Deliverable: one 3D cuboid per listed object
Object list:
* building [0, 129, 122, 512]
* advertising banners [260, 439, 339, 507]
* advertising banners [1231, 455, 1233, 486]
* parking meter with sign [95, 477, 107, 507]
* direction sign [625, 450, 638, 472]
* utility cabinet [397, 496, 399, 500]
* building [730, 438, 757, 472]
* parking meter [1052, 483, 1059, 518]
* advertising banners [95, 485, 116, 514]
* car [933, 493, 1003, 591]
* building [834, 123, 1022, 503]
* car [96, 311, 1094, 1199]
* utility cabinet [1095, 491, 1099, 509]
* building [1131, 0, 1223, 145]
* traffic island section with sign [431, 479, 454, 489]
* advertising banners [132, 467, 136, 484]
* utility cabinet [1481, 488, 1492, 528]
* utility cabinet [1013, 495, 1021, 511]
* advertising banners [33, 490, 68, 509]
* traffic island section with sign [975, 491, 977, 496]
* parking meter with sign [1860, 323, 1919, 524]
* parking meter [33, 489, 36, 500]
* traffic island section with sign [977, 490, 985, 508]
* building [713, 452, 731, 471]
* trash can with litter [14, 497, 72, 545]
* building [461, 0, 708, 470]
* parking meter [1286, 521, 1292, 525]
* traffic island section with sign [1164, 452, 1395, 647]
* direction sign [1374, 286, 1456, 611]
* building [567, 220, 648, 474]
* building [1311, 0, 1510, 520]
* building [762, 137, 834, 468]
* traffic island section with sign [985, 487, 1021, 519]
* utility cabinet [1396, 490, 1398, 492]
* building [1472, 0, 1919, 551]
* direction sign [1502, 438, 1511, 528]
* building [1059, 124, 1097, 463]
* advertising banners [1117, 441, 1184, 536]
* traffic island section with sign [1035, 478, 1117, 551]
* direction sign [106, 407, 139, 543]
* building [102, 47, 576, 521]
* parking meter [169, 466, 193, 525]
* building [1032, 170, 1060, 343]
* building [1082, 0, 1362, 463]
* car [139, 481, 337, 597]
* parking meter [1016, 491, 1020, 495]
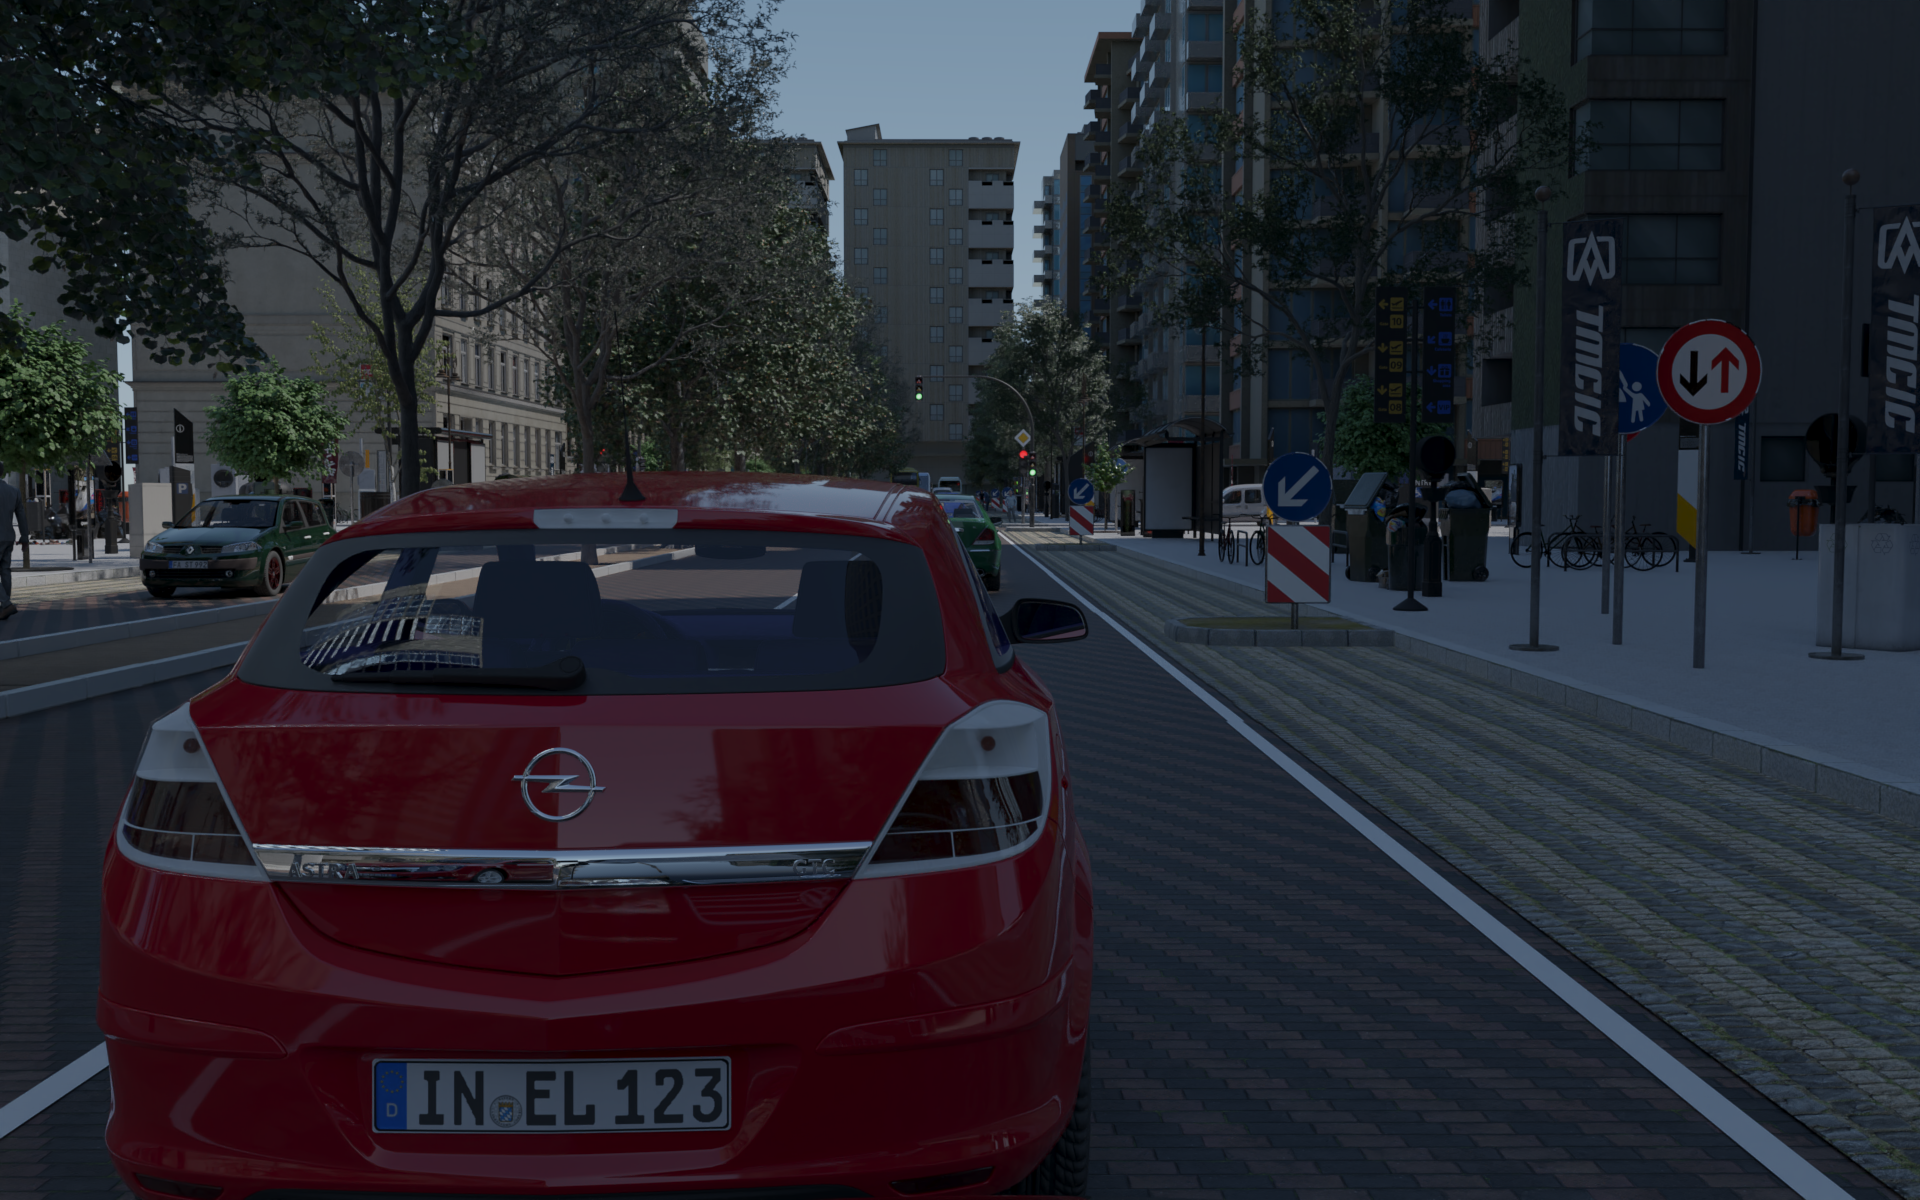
[{"bbox_3d":[-52.923,-14.161,86.286,16.860,20.320,10.420,0,4,0],"label":"building"},{"bbox_3d":[-16.644,-2.911,43.776,2.074,3.025,0.090,0,4,1],"label":"advertising banners"},{"bbox_3d":[12.231,-4.977,77.562,0.090,3.025,2.074,1,4,13],"label":"advertising banners"},{"bbox_3d":[-73.467,-9.279,147.964,0.543,3.016,1.738,-3,5,-40],"label":"parking meter with sign"},{"bbox_3d":[-16.846,-5.920,88.796,0.876,3.537,0.379,2,4,31],"label":"direction sign"},{"bbox_3d":[-40.419,-6.939,124.621,1.020,1.237,0.306,2,4,27],"label":"utility cabinet"},{"bbox_3d":[-39.148,-21.996,204.672,28.899,21.520,27.650,0,4,0],"label":"building"},{"bbox_3d":[5.061,-5.253,91.599,0.255,1.863,0.399,-2,4,-25],"label":"parking meter"},{"bbox_3d":[-27.766,-3.647,55.809,0.090,3.025,2.074,0,4,8],"label":"advertising banners"},{"bbox_3d":[-0.358,-0.936,27.095,2.131,1.459,4.920,0,4,-2],"label":"car"},{"bbox_3d":[-3.301,-40.693,254.561,27.495,52.752,28.713,0,4,0],"label":"building"},{"bbox_3d":[-0.671,0.257,4.841,2.155,1.783,4.494,0,4,-1],"label":"car"},{"bbox_3d":[9.339,-6.984,122.872,1.173,1.500,0.318,-1,4,-14],"label":"utility cabinet"},{"bbox_3d":[25.131,-31.460,133.978,23.786,49.044,30.456,0,4,0],"label":"building"},{"bbox_3d":[-13.301,-2.176,44.204,1.989,1.847,2.006,0,4,0],"label":"traffic island section with sign"},{"bbox_3d":[-53.209,-7.130,112.759,0.090,3.025,2.074,1,4,10],"label":"advertising banners"},{"bbox_3d":[19.117,-3.393,64.159,1.173,1.500,0.318,-1,4,-22],"label":"utility cabinet"},{"bbox_3d":[4.456,-7.427,132.600,1.020,1.237,0.306,2,4,27],"label":"utility cabinet"},{"bbox_3d":[-32.860,-4.123,63.604,2.074,3.025,0.090,-2,4,-32],"label":"advertising banners"},{"bbox_3d":[2.184,-10.294,176.935,1.989,1.847,2.006,0,4,0],"label":"traffic island section with sign"},{"bbox_3d":[9.947,-1.282,17.230,0.543,3.016,1.738,-3,5,-41],"label":"parking meter with sign"},{"bbox_3d":[-42.773,-4.374,79.920,0.372,1.533,0.369,0,3,0],"label":"parking meter"},{"bbox_3d":[2.463,-7.225,126.762,1.989,1.847,2.006,0,4,0],"label":"traffic island section with sign"},{"bbox_3d":[-31.477,-30.233,177.904,14.154,41.232,14.086,0,4,0],"label":"building"},{"bbox_3d":[-23.096,-1.999,43.740,2.233,1.210,1.678,1,4,8],"label":"trash can with litter"},{"bbox_3d":[-35.191,-32.792,159.851,21.300,48.544,21.600,0,4,0],"label":"building"},{"bbox_3d":[10.255,-2.752,53.412,0.372,1.533,0.369,0,3,0],"label":"parking meter"},{"bbox_3d":[3.066,-0.517,17.089,1.989,1.847,2.006,0,4,0],"label":"traffic island section with sign"},{"bbox_3d":[4.971,-1.652,19.001,0.876,3.537,0.379,0,4,-2],"label":"direction sign"},{"bbox_3d":[-31.378,-19.034,130.295,14.460,24.649,34.723,0,4,0],"label":"building"},{"bbox_3d":[27.243,-26.861,93.796,28.867,44.769,22.147,0,4,0],"label":"building"},{"bbox_3d":[-30.797,-40.699,254.666,27.495,52.752,28.713,0,4,0],"label":"building"},{"bbox_3d":[2.607,-5.545,99.292,1.989,1.847,2.006,0,4,0],"label":"traffic island section with sign"},{"bbox_3d":[20.008,-4.336,79.574,1.173,1.500,0.318,2,4,33],"label":"utility cabinet"},{"bbox_3d":[20.884,-16.715,44.992,14.160,30.474,14.107,0,4,0],"label":"building"},{"bbox_3d":[20.876,-4.508,65.710,0.379,3.537,0.876,-2,4,-27],"label":"direction sign"},{"bbox_3d":[19.405,-34.265,210.347,14.600,45.320,14.200,0,4,0],"label":"building"},{"bbox_3d":[5.847,-3.472,52.959,2.074,3.025,0.090,0,4,-8],"label":"advertising banners"},{"bbox_3d":[2.918,-2.166,44.044,1.989,1.847,2.006,0,4,0],"label":"traffic island section with sign"},{"bbox_3d":[-21.818,-3.250,45.140,0.876,3.537,0.379,0,4,4],"label":"direction sign"},{"bbox_3d":[-32.456,-16.120,96.849,16.112,22.955,30.059,0,4,0],"label":"building"},{"bbox_3d":[-16.157,-1.850,35.954,0.399,1.863,0.255,-3,5,-41],"label":"parking meter"},{"bbox_3d":[25.733,-38.696,252.285,30.456,49.044,23.786,0,4,0],"label":"building"},{"bbox_3d":[23.135,-31.174,164.318,22.147,44.769,28.867,0,4,0],"label":"building"},{"bbox_3d":[-10.457,-0.956,25.417,2.009,1.686,4.222,0,4,-1],"label":"car"},{"bbox_3d":[4.553,-7.821,136.283,0.372,1.533,0.369,0,3,0],"label":"parking meter"}]
